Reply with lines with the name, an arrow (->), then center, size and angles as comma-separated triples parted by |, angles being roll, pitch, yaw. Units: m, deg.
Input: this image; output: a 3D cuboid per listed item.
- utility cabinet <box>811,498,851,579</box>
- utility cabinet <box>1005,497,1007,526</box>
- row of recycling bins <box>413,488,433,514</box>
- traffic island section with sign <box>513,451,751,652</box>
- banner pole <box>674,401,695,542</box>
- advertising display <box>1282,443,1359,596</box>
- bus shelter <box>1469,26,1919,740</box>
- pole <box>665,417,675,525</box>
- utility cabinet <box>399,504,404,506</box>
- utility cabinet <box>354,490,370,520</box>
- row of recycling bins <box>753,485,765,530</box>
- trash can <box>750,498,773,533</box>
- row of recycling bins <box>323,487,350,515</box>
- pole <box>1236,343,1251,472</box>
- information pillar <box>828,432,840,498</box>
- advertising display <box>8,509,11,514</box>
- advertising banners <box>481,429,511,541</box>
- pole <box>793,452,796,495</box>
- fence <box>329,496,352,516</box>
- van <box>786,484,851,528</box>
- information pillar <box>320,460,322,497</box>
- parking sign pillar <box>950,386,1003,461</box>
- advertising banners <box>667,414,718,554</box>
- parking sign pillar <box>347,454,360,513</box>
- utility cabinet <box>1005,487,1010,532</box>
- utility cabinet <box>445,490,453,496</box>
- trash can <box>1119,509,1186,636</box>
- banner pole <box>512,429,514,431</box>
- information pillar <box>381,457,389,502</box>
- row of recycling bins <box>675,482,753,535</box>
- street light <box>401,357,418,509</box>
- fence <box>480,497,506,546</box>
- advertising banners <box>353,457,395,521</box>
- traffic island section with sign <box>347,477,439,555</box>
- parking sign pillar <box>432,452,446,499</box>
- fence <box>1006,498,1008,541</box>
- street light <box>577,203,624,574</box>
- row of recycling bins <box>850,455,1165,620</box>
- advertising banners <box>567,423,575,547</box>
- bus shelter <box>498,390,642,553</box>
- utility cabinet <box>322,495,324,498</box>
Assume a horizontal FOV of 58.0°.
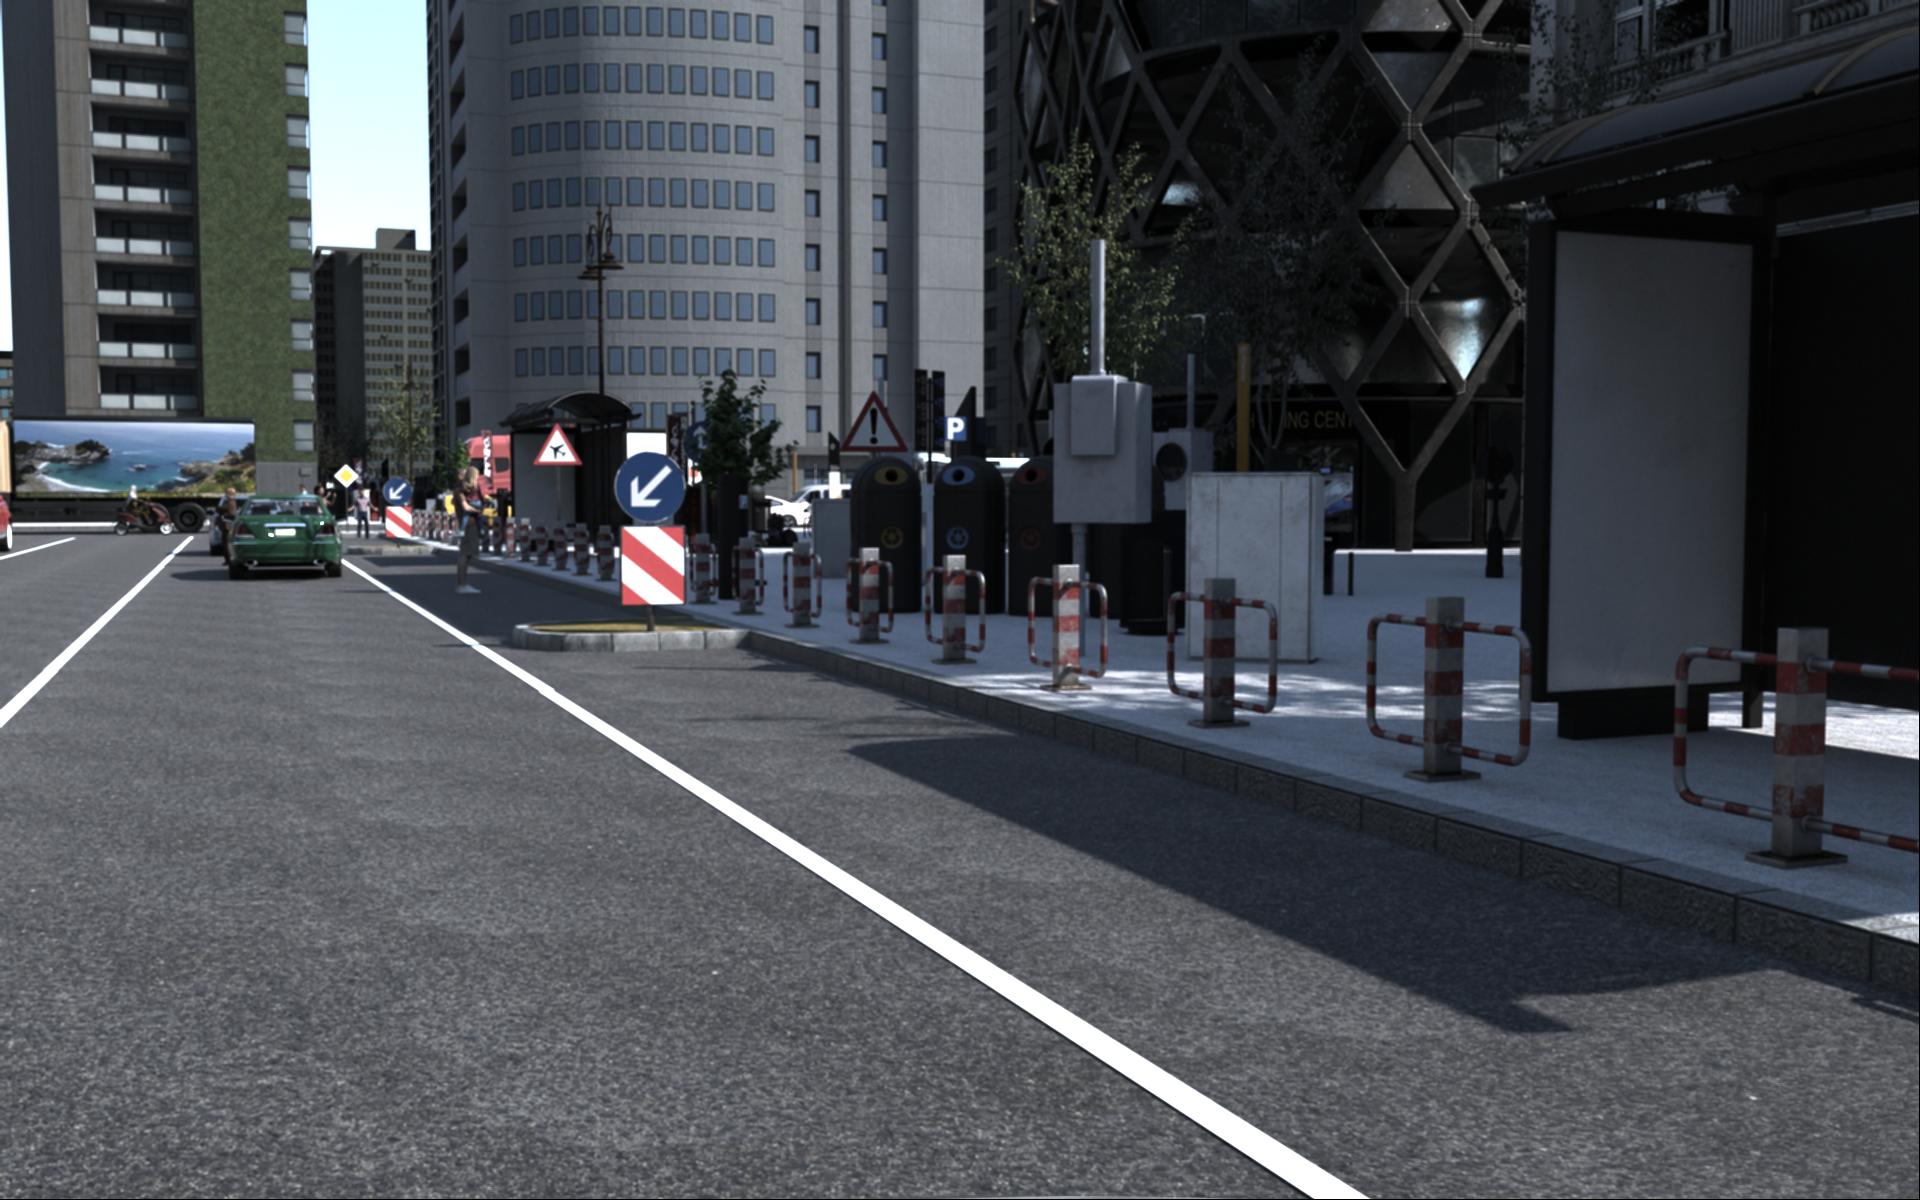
utility cabinet -> -1.744, -0.934, 26.428 | 1.020, 1.237, 0.306 | -1, 4, -14
utility cabinet -> 1.215, -2.766, 56.390 | 0.306, 1.237, 1.020 | -1, 4, -19
row of recycling bins -> -34.374, -6.531, 113.894 | 1.069, 1.692, 3.534 | 2, 4, 34
traffic island section with sign -> -3.249, -0.494, 16.702 | 1.989, 1.847, 2.006 | -1, 4, -23
banner pole -> -7.357, -3.460, 46.590 | 0.863, 3.779, 0.401 | 2, 4, 28
advertising display -> 4.576, -1.030, 22.057 | 0.974, 1.923, 0.123 | 2, 4, 30
bus shelter -> 4.629, -0.792, 6.869 | 2.014, 3.302, 5.546 | -1, 4, -23
pole -> -7.644, -3.168, 45.647 | 0.158, 3.312, 0.155 | 0, 3, 0
utility cabinet -> -32.859, -5.676, 101.474 | 0.318, 1.500, 1.173 | 1, 4, 15
utility cabinet -> -29.611, -4.715, 85.773 | 0.318, 1.500, 1.173 | 0, 4, 7
row of recycling bins -> -7.476, -3.274, 60.645 | 1.069, 1.692, 3.534 | -1, 4, -17
trash can -> -6.479, -2.749, 56.593 | 0.748, 1.137, 0.748 | 0, 3, 0
row of recycling bins -> -39.004, -6.199, 108.459 | 1.069, 1.692, 3.534 | -2, 4, -33
pole -> 3.851, -1.818, 23.570 | 0.158, 3.312, 0.155 | 0, 3, 0
information pillar -> -4.735, -4.507, 65.042 | 0.504, 3.616, 0.183 | -3, 5, -40
advertising display -> -52.762, -5.555, 96.030 | 0.123, 1.923, 0.974 | -3, 4, -38
advertising banners -> -12.521, -3.136, 47.460 | 0.090, 3.025, 2.074 | 1, 4, 18
pole -> -8.085, -5.555, 84.663 | 0.158, 3.312, 0.155 | 0, 3, 0
fence -> -36.401, -5.594, 102.662 | 0.480, 1.192, 2.264 | 3, 5, 42
van -> -6.285, -4.046, 73.157 | 4.112, 2.044, 2.013 | -1, 4, -23
information pillar -> -44.508, -7.906, 120.614 | 0.183, 3.616, 0.504 | -1, 4, -19
parking sign pillar -> 0.200, -3.402, 44.087 | 1.447, 3.967, 1.447 | -2, 4, -24
advertising banners -> -5.718, -2.523, 37.433 | 0.090, 3.025, 2.074 | -3, 5, -44
parking sign pillar -> -40.952, -7.852, 116.853 | 1.447, 3.967, 1.447 | -3, 4, -39
utility cabinet -> 1.562, -2.998, 57.693 | 1.173, 1.500, 0.318 | 1, 4, 11
utility cabinet -> -23.333, -4.344, 79.707 | 0.318, 1.500, 1.173 | -2, 4, -35
trash can -> 1.773, -0.259, 15.887 | 0.748, 1.137, 0.748 | 0, 3, 0
banner pole -> -15.325, -4.296, 60.251 | 0.863, 3.779, 0.401 | 1, 4, 18
information pillar -> -36.235, -7.214, 109.311 | 0.504, 3.616, 0.183 | 0, 4, 3
row of recycling bins -> -8.356, -2.887, 54.309 | 3.534, 1.692, 1.069 | 2, 4, 25
street light -> -18.537, -5.239, 58.449 | 0.468, 5.910, 1.993 | -1, 4, -23
fence -> -11.909, -2.015, 44.141 | 0.480, 1.192, 2.264 | 0, 4, -1
advertising banners -> -27.422, -5.196, 81.148 | 2.074, 3.025, 0.090 | 0, 4, 7
traffic island section with sign -> -13.705, -2.024, 41.717 | 1.989, 1.847, 2.006 | -1, 4, -23
parking sign pillar -> -33.388, -7.528, 111.547 | 1.447, 3.967, 1.447 | 3, 4, 37
fence -> 1.475, -2.120, 45.867 | 0.480, 1.192, 2.264 | -2, 4, -24
street light -> -5.751, -3.364, 27.794 | 0.468, 5.910, 1.993 | -1, 4, -23
row of recycling bins -> 0.469, -0.699, 18.547 | 3.534, 1.692, 1.069 | 1, 4, 19
advertising banners -> -9.532, -2.776, 41.579 | 0.090, 3.025, 2.074 | 0, 4, 4
bus shelter -> -8.258, -2.596, 36.368 | 2.014, 3.302, 5.546 | -1, 4, -23
utility cabinet -> -48.079, -7.515, 131.553 | 1.173, 1.500, 0.318 | 1, 4, 12
